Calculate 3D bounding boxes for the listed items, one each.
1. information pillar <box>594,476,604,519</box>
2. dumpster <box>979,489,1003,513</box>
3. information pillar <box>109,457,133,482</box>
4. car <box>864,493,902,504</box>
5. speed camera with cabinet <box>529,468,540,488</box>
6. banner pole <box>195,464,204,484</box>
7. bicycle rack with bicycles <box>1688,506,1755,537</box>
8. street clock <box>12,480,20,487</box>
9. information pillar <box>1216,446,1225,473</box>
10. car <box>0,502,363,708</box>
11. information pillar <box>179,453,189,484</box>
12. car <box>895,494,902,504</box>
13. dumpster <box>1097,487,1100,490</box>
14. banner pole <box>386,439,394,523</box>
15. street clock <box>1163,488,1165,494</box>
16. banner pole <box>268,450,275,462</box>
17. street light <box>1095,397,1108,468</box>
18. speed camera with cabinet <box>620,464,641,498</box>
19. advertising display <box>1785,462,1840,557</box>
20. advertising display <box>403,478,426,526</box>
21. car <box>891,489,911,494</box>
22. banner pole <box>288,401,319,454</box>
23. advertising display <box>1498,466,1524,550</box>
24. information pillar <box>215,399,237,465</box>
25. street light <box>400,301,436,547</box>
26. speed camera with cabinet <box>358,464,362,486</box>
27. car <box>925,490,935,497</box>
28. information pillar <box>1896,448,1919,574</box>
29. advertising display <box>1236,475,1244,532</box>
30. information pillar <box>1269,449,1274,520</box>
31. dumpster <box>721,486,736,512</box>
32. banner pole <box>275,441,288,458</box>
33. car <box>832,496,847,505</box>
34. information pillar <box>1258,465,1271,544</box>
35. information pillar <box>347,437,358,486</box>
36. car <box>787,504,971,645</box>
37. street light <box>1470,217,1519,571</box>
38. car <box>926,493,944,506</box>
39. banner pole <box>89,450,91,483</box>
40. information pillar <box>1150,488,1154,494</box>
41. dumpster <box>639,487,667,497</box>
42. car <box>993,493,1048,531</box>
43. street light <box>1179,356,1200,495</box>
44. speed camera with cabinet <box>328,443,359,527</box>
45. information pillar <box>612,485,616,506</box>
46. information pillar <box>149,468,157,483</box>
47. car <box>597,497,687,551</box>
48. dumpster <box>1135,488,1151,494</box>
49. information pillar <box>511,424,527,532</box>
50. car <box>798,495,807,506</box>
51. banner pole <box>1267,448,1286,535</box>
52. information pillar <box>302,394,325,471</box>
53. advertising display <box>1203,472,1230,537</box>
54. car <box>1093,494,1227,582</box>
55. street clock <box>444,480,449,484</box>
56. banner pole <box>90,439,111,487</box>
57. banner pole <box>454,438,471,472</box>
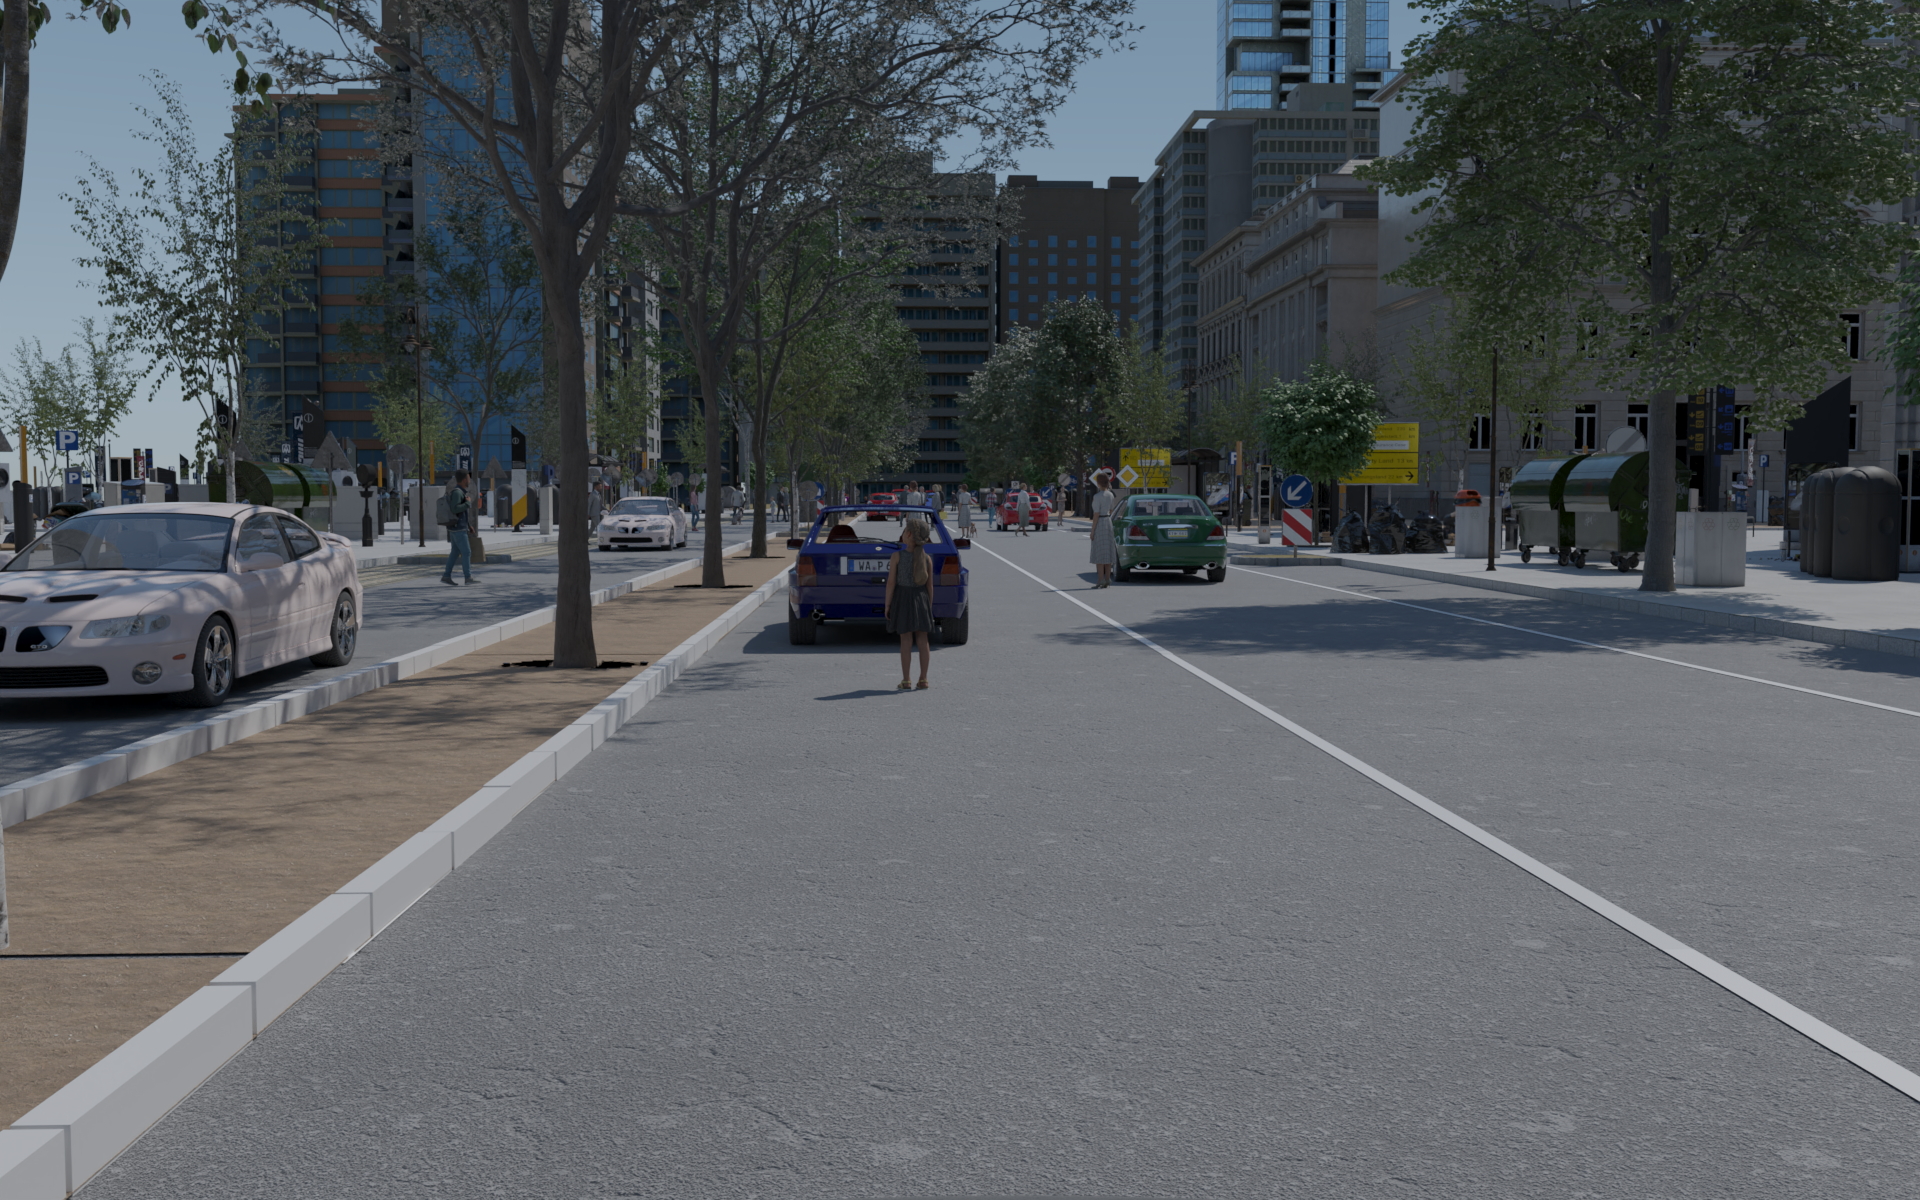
[{"bbox_3d":[-14.828,-4.077,71.152,0.304,2.012,0.304,-3,5,-45],"label":"information pillar"},{"bbox_3d":[2.410,-7.752,134.955,1.865,1.857,1.264,0,4,-4],"label":"dumpster"},{"bbox_3d":[-16.683,-1.835,34.487,0.304,2.012,0.304,2,4,28],"label":"information pillar"},{"bbox_3d":[-4.056,-5.090,92.265,2.155,1.783,4.494,0,4,-1],"label":"car"},{"bbox_3d":[-32.786,-8.412,131.874,0.660,3.252,2.038,1,4,20],"label":"speed camera with cabinet"},{"bbox_3d":[-54.207,-8.174,123.659,0.401,3.779,0.863,2,4,29],"label":"banner pole"},{"bbox_3d":[22.217,-2.322,51.352,2.852,0.926,2.925,3,4,37],"label":"bicycle rack with bicycles"},{"bbox_3d":[-48.386,-5.161,88.949,0.471,2.002,0.358,-3,5,-40],"label":"street clock"},{"bbox_3d":[12.727,-5.702,84.574,0.504,3.616,0.183,-2,4,-31],"label":"information pillar"},{"bbox_3d":[-5.978,-0.044,13.080,2.083,1.381,4.827,0,4,-3],"label":"car"},{"bbox_3d":[-44.167,-6.561,98.632,0.504,3.616,0.183,-1,4,-20],"label":"information pillar"},{"bbox_3d":[-4.029,-5.686,104.758,2.131,1.459,4.920,0,4,-4],"label":"car"},{"bbox_3d":[8.963,-6.616,113.935,1.264,1.857,1.865,0,4,-2],"label":"dumpster"},{"bbox_3d":[-25.645,-5.378,77.947,0.401,3.779,0.863,-3,5,-40],"label":"banner pole"},{"bbox_3d":[10.296,-5.024,86.719,0.358,2.002,0.471,1,4,16],"label":"street clock"},{"bbox_3d":[-38.995,-6.631,98.438,0.863,3.779,0.401,0,4,6],"label":"banner pole"},{"bbox_3d":[6.672,-6.654,81.587,0.468,5.910,1.993,0,4,-2],"label":"street light"},{"bbox_3d":[-21.578,-7.289,113.511,0.660,3.252,2.038,1,4,16],"label":"speed camera with cabinet"},{"bbox_3d":[17.065,-1.803,34.694,0.123,1.923,0.974,-3,5,-42],"label":"advertising display"},{"bbox_3d":[-22.222,-3.989,70.435,0.974,1.923,0.123,-1,4,-16],"label":"advertising display"},{"bbox_3d":[-4.501,-7.650,133.758,2.281,1.827,5.304,0,4,0],"label":"car"},{"bbox_3d":[-17.475,-3.455,46.508,0.863,3.779,0.401,-2,4,-27],"label":"banner pole"},{"bbox_3d":[12.748,-2.127,39.991,0.123,1.923,0.974,-1,4,-15],"label":"advertising display"},{"bbox_3d":[-17.500,-3.057,41.335,0.504,3.616,0.183,-3,5,-43],"label":"information pillar"},{"bbox_3d":[-13.014,-4.216,41.721,0.468,5.910,1.993,0,4,-2],"label":"street light"},{"bbox_3d":[-39.992,-7.267,113.146,2.038,3.252,0.660,-1,4,-16],"label":"speed camera with cabinet"},{"bbox_3d":[-2.677,-9.830,169.386,2.281,1.827,5.304,0,4,-1],"label":"car"},{"bbox_3d":[15.347,-1.438,28.002,0.304,2.012,0.304,-1,4,-15],"label":"information pillar"},{"bbox_3d":[9.511,-3.278,58.813,0.123,1.923,0.974,1,4,17],"label":"advertising display"},{"bbox_3d":[15.157,-5.687,84.338,0.183,3.616,0.504,2,4,27],"label":"information pillar"},{"bbox_3d":[-16.960,-7.377,126.368,1.264,1.857,1.865,0,4,-2],"label":"dumpster"},{"bbox_3d":[-28.043,-5.046,72.518,0.401,3.779,0.863,2,4,34],"label":"banner pole"},{"bbox_3d":[-14.010,-11.658,202.966,2.083,1.381,4.827,0,4,-4],"label":"car"},{"bbox_3d":[7.834,-2.452,44.588,0.304,2.012,0.304,0,4,4],"label":"information pillar"},{"bbox_3d":[-24.990,-4.886,71.236,0.504,3.616,0.183,2,4,24],"label":"information pillar"},{"bbox_3d":[-0.835,-0.321,17.834,1.945,1.354,3.894,0,4,-3],"label":"car"},{"bbox_3d":[8.882,-3.425,28.786,0.468,5.910,1.993,0,4,-2],"label":"street light"},{"bbox_3d":[-2.294,-8.812,153.660,1.945,1.707,3.694,0,4,-3],"label":"car"},{"bbox_3d":[-41.702,-5.695,83.136,0.401,3.779,0.863,-2,4,-31],"label":"banner pole"},{"bbox_3d":[12.679,-6.763,115.068,0.304,2.012,0.304,3,4,36],"label":"information pillar"},{"bbox_3d":[-18.927,-6.367,106.595,1.502,2.255,1.985,0,4,-2],"label":"dumpster"},{"bbox_3d":[2.406,-3.597,67.859,2.155,1.783,4.494,0,4,-3],"label":"car"},{"bbox_3d":[7.683,-5.214,58.044,0.468,5.910,1.993,0,4,-2],"label":"street light"},{"bbox_3d":[-24.406,-4.445,67.015,0.660,3.252,2.038,2,4,25],"label":"speed camera with cabinet"},{"bbox_3d":[-26.721,-7.894,133.551,0.304,2.012,0.304,-2,4,-30],"label":"information pillar"},{"bbox_3d":[-22.798,-2.736,49.221,0.304,2.012,0.304,2,4,27],"label":"information pillar"},{"bbox_3d":[-8.237,-2.009,45.208,2.083,1.381,4.827,0,4,-2],"label":"car"},{"bbox_3d":[9.191,-5.370,90.286,1.502,2.255,1.985,0,4,-2],"label":"dumpster"},{"bbox_3d":[-14.761,-4.071,57.921,0.504,3.616,0.183,-1,4,-15],"label":"information pillar"},{"bbox_3d":[-16.413,-10.144,178.434,1.945,1.354,3.894,0,4,-3],"label":"car"},{"bbox_3d":[9.810,-3.910,53.951,0.863,3.779,0.401,0,4,-5],"label":"banner pole"},{"bbox_3d":[-15.148,-3.012,40.601,0.504,3.616,0.183,-1,4,-9],"label":"information pillar"},{"bbox_3d":[7.658,-2.844,51.709,0.974,1.923,0.123,-2,4,-34],"label":"advertising display"},{"bbox_3d":[3.397,-1.095,29.701,2.131,1.459,4.920,0,4,-1],"label":"car"},{"bbox_3d":[-26.859,-5.264,90.644,0.358,2.002,0.471,-1,4,-19],"label":"street clock"},{"bbox_3d":[-38.990,-5.440,78.964,0.863,3.779,0.401,-2,4,-27],"label":"banner pole"},{"bbox_3d":[-22.258,-5.344,77.395,0.863,3.779,0.401,-1,4,-17],"label":"banner pole"}]
